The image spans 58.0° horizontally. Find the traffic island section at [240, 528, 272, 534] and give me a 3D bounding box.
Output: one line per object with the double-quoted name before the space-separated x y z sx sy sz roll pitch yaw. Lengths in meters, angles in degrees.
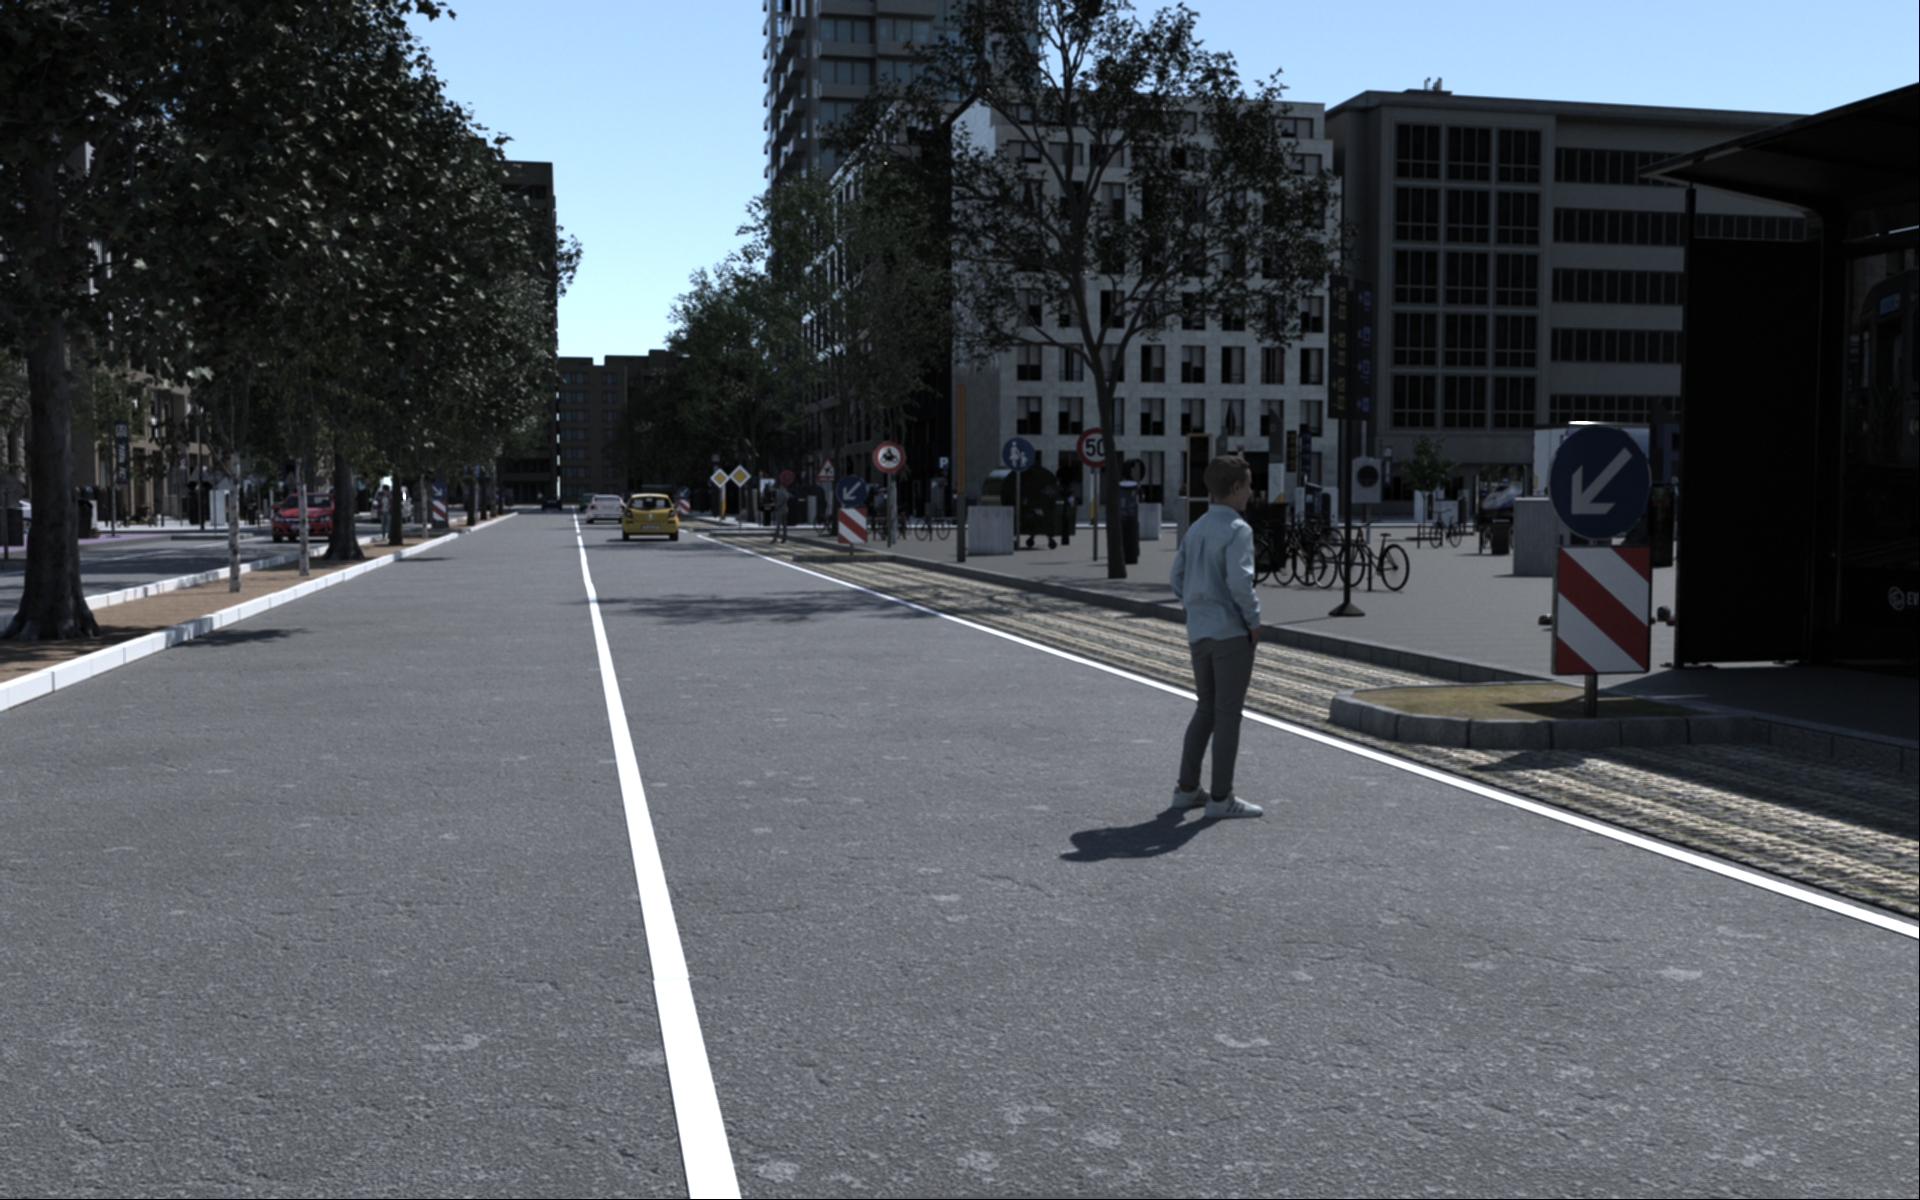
"traffic island section" -25.472 -2.486 62.919 2.009 0.180 2.903 -1 4 -13

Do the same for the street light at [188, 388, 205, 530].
"street light" -27.454 -5.493 62.592 0.468 5.910 1.993 -1 4 -13

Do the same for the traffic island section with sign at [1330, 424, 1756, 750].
"traffic island section with sign" 3.386 -0.123 10.632 1.989 1.847 2.006 -1 4 -13

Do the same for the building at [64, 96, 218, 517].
"building" -58.298 -18.339 104.360 19.350 26.468 34.151 -1 4 -13

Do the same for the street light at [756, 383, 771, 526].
"street light" -7.954 -5.965 70.315 0.468 5.910 1.993 -1 4 -13

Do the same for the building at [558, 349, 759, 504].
"building" -42.441 -24.614 247.480 28.899 21.520 27.650 -1 4 -13

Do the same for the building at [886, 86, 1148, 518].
"building" 3.053 -16.703 102.764 12.332 23.373 15.834 -1 4 -13

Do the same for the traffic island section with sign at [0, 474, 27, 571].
"traffic island section with sign" -18.485 -1.510 33.319 1.989 1.847 2.006 -1 4 -13

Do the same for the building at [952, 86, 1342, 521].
"building" 8.920 -14.169 86.407 16.860 20.320 10.420 -1 4 -13

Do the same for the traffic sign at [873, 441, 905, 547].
"traffic sign" -1.705 -2.541 41.647 0.768 2.556 0.104 0 4 -7

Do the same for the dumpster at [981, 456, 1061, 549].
"dumpster" 1.453 -2.347 40.867 1.502 2.255 1.985 -1 4 -13

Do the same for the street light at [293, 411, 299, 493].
"street light" -32.707 -6.890 85.438 0.468 5.910 1.993 -1 4 -13

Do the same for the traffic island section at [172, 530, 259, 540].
"traffic island section" -23.721 -2.009 55.128 2.009 0.180 2.903 -1 4 -13

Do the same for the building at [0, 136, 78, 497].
"building" -48.210 -15.252 78.248 11.050 23.489 19.941 -1 4 -13

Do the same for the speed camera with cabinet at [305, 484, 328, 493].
"speed camera with cabinet" -40.690 -6.984 108.521 2.038 3.252 0.660 0 4 -3

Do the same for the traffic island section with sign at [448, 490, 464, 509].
"traffic island section with sign" -47.481 -9.398 162.281 1.989 1.847 2.006 -1 4 -13

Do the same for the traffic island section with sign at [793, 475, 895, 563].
"traffic island section with sign" -2.529 -1.731 36.932 1.989 1.847 2.006 -1 4 -13

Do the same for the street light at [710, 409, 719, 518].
"street light" -13.241 -7.388 93.582 0.468 5.910 1.993 -1 4 -13

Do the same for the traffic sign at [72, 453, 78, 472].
"traffic sign" -25.313 -2.984 48.897 0.768 2.556 0.104 -1 4 -12

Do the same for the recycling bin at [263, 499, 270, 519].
"recycling bin" -36.003 -4.786 90.797 0.722 1.027 0.722 3 4 38

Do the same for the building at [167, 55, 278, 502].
"building" -69.016 -50.866 144.336 22.319 86.520 31.000 -1 4 -13

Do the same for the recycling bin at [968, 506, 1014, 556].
"recycling bin" 0.647 -1.467 36.534 0.722 1.027 0.722 3 5 44

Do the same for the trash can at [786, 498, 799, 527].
"trash can" -6.729 -3.485 68.639 0.748 1.137 0.748 0 3 0

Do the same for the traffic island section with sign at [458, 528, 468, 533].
"traffic island section with sign" -19.253 -3.414 63.961 2.006 1.907 1.989 -1 4 -13

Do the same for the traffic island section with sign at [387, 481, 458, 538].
"traffic island section with sign" -17.637 -2.972 56.732 2.006 1.907 1.989 -1 4 -13

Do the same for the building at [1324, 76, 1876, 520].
"building" 32.144 -16.783 93.469 30.058 24.678 14.314 -1 4 -13

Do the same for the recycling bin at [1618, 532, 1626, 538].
"recycling bin" 19.672 -2.380 51.466 0.722 1.027 0.722 -2 4 -32

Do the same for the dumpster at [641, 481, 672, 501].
"dumpster" -19.463 -6.490 111.070 1.985 2.255 1.502 -1 4 -14

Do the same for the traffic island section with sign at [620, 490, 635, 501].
"traffic island section with sign" -31.667 -9.656 166.508 1.989 1.847 2.006 -1 4 -13

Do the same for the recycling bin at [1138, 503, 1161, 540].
"recycling bin" 5.238 -2.196 48.460 0.722 1.027 0.722 1 4 12

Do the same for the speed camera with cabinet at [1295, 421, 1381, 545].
"speed camera with cabinet" 9.519 -3.015 43.636 2.038 3.252 0.660 0 4 -1

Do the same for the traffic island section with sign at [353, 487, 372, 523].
"traffic island section with sign" -30.563 -4.793 86.996 1.989 1.847 2.006 -1 4 -13

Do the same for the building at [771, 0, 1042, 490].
"building" -5.600 -33.216 162.696 23.786 49.044 30.456 -1 4 -13

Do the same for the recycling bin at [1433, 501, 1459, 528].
"recycling bin" 18.256 -3.214 65.095 0.722 1.027 0.722 -1 4 -14

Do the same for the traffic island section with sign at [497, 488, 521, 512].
"traffic island section with sign" -35.745 -7.898 137.274 2.006 1.907 1.989 -1 4 -13

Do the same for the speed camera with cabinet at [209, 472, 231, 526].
"speed camera with cabinet" -29.920 -4.644 70.272 0.660 3.252 2.038 -1 4 -11

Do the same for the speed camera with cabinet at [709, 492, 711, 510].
"speed camera with cabinet" -18.927 -8.656 135.867 2.038 3.252 0.660 0 4 -3

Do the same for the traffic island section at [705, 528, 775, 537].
"traffic island section" -7.433 -2.232 58.771 2.009 0.180 2.903 -1 4 -13

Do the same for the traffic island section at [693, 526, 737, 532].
"traffic island section" -9.185 -2.708 66.562 2.009 0.180 2.903 -1 4 -13

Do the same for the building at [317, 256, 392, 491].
"building" -92.810 -37.528 233.186 30.456 49.044 23.786 -1 4 -13

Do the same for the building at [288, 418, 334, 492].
"building" -80.140 -20.455 179.472 28.899 21.520 27.650 -1 4 -13

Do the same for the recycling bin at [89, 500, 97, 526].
"recycling bin" -34.697 -3.427 68.582 0.722 1.027 0.722 0 4 3

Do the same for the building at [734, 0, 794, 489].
"building" -13.135 -53.756 191.586 22.319 86.520 31.000 -1 4 -13

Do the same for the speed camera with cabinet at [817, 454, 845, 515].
"speed camera with cabinet" -6.354 -5.552 85.117 0.660 3.252 2.038 -2 4 -31

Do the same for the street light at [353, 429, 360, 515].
"street light" -37.704 -8.291 108.341 0.468 5.910 1.993 -1 4 -13

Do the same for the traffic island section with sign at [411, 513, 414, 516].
"traffic island section with sign" -36.480 -6.402 113.296 1.989 1.847 2.006 -1 4 -13

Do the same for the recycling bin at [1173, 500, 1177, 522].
"recycling bin" 10.293 -4.132 80.118 0.722 1.027 0.722 -1 4 -8

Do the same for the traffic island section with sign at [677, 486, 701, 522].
"traffic island section with sign" -14.606 -5.014 90.614 1.989 1.847 2.006 -1 4 -13

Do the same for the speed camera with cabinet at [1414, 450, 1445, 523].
"speed camera with cabinet" 20.993 -5.080 77.393 0.660 3.252 2.038 3 4 38

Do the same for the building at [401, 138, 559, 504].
"building" -66.367 -37.570 237.976 21.600 48.544 21.300 -1 4 -13

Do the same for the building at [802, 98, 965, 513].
"building" 0.133 -19.759 127.582 19.350 26.468 34.151 -1 4 -13
